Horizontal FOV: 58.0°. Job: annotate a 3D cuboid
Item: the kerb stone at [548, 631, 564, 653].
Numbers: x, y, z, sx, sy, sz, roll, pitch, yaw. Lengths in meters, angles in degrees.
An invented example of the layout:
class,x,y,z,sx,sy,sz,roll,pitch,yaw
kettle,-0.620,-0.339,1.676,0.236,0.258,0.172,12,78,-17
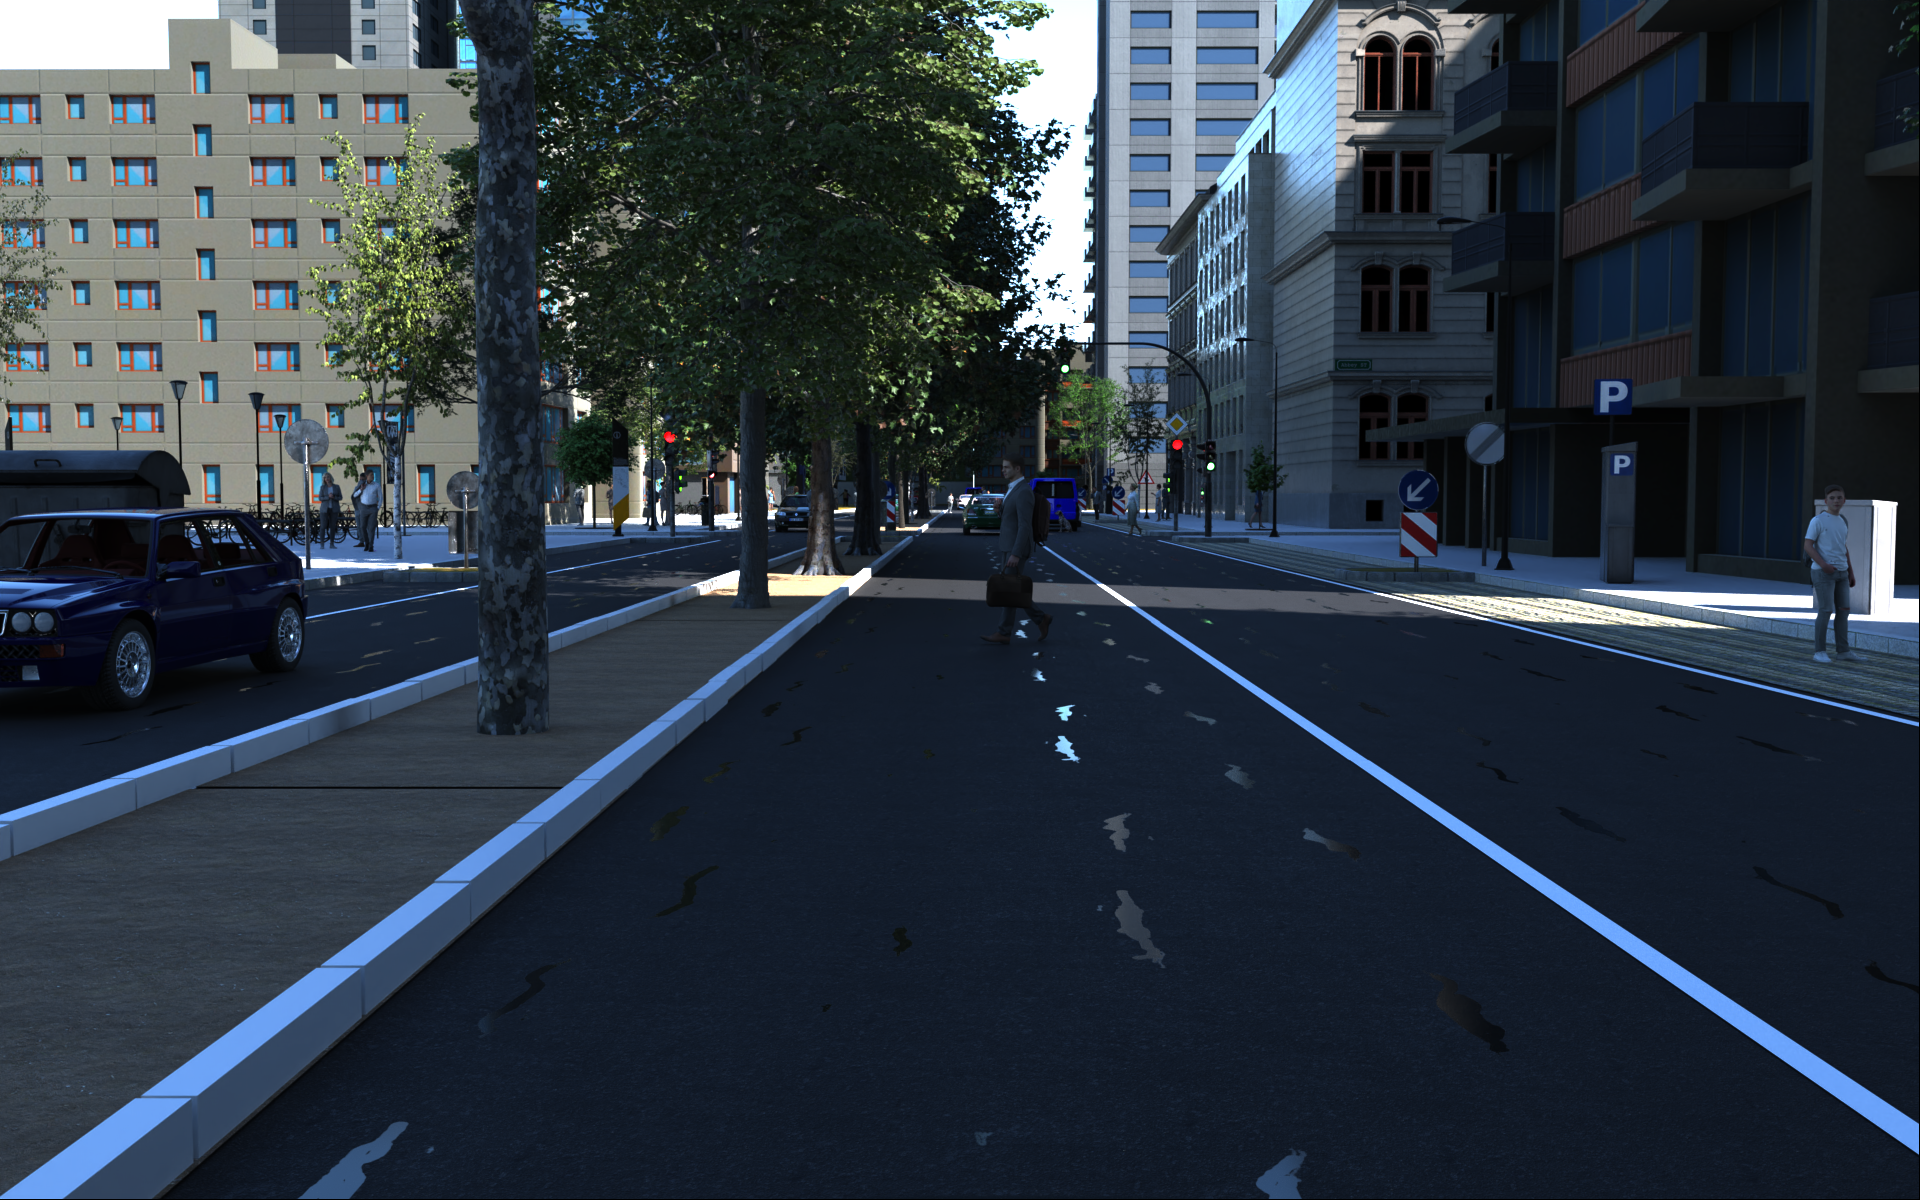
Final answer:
class,x,y,z,sx,sy,sz,roll,pitch,yaw
kerb stone,-3.745,0.414,15.496,0.120,0.150,1.000,0,4,0

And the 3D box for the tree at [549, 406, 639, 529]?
class,x,y,z,sx,sy,sz,roll,pitch,yaw
tree,-13.653,-4.920,64.155,4.285,4.588,4.351,0,3,0

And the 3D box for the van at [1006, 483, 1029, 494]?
class,x,y,z,sx,sy,sz,roll,pitch,yaw
van,3.791,-5.801,99.223,2.240,2.365,5.245,0,4,0

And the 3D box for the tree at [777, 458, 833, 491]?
class,x,y,z,sx,sy,sz,roll,pitch,yaw
tree,-11.065,-8.968,130.339,4.285,4.588,4.351,0,3,0

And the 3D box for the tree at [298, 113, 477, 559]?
class,x,y,z,sx,sy,sz,roll,pitch,yaw
tree,-11.124,-5.134,34.299,4.737,8.622,4.395,0,3,0

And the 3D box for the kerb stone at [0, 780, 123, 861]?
class,x,y,z,sx,sy,sz,roll,pitch,yaw
kerb stone,-3.776,0.911,7.302,0.120,0.150,1.000,0,4,0

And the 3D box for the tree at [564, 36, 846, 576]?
class,x,y,z,sx,sy,sz,roll,pitch,yaw
tree,-2.455,-6.783,30.373,9.611,12.733,9.660,0,3,0

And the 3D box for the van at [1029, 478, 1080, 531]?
class,x,y,z,sx,sy,sz,roll,pitch,yaw
van,3.612,-3.922,68.503,2.240,2.365,5.245,0,4,0

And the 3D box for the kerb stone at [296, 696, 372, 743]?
class,x,y,z,sx,sy,sz,roll,pitch,yaw
kerb stone,-3.769,0.723,10.376,0.120,0.150,1.000,0,4,0

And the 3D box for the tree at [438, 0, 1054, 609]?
class,x,y,z,sx,sy,sz,roll,pitch,yaw
tree,-2.694,-6.187,21.745,7.486,12.596,7.792,0,3,0

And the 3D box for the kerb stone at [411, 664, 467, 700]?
class,x,y,z,sx,sy,sz,roll,pitch,yaw
kerb stone,-3.759,0.598,12.422,0.120,0.150,1.000,0,4,0

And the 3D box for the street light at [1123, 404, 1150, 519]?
class,x,y,z,sx,sy,sz,roll,pitch,yaw
street light,9.131,-7.156,89.540,1.470,5.913,1.316,0,4,0

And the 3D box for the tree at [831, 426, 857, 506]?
class,x,y,z,sx,sy,sz,roll,pitch,yaw
tree,-10.742,-14.092,180.773,4.360,8.622,3.978,0,3,0

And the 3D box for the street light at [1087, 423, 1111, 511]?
class,x,y,z,sx,sy,sz,roll,pitch,yaw
street light,9.215,-8.565,112.580,1.470,5.913,1.316,0,4,0

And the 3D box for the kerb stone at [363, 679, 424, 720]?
class,x,y,z,sx,sy,sz,roll,pitch,yaw
kerb stone,-3.762,0.667,11.398,0.120,0.150,1.000,0,4,0

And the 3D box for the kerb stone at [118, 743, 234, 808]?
class,x,y,z,sx,sy,sz,roll,pitch,yaw
kerb stone,-3.777,0.848,8.324,0.120,0.150,1.000,0,4,0

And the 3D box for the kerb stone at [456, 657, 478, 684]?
class,x,y,z,sx,sy,sz,roll,pitch,yaw
kerb stone,-3.750,0.535,13.444,0.120,0.150,1.000,0,4,0

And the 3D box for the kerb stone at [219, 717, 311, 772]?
class,x,y,z,sx,sy,sz,roll,pitch,yaw
kerb stone,-3.766,0.786,9.346,0.120,0.150,1.000,0,4,0

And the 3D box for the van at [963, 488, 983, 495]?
class,x,y,z,sx,sy,sz,roll,pitch,yaw
van,1.371,-9.727,163.420,2.240,2.365,5.245,0,4,1

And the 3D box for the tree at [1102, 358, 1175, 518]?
class,x,y,z,sx,sy,sz,roll,pitch,yaw
tree,9.718,-8.801,94.264,4.360,8.622,3.978,0,3,0

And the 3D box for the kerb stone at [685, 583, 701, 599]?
class,x,y,z,sx,sy,sz,roll,pitch,yaw
kerb stone,-3.718,-0.091,23.685,0.120,0.150,1.000,0,4,0

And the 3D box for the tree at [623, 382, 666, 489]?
class,x,y,z,sx,sy,sz,roll,pitch,yaw
tree,-14.121,-8.110,82.958,4.737,8.622,4.395,0,3,0

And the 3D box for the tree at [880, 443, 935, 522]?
class,x,y,z,sx,sy,sz,roll,pitch,yaw
tree,-2.821,-8.590,93.265,4.360,8.622,3.978,0,3,0

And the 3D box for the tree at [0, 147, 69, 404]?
class,x,y,z,sx,sy,sz,roll,pitch,yaw
tree,-20.090,-5.178,35.022,4.360,8.622,3.978,0,3,0

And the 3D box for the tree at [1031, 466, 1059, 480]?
class,x,y,z,sx,sy,sz,roll,pitch,yaw
tree,10.188,-13.644,206.799,4.285,4.588,4.351,0,3,0

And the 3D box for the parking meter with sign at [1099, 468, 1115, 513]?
class,x,y,z,sx,sy,sz,roll,pitch,yaw
parking meter with sign,9.758,-7.298,115.577,0.543,3.016,1.738,2,4,26

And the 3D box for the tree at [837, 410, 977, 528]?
class,x,y,z,sx,sy,sz,roll,pitch,yaw
tree,-2.401,-8.282,72.285,8.767,10.594,7.601,0,4,0

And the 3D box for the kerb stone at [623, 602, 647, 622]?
class,x,y,z,sx,sy,sz,roll,pitch,yaw
kerb stone,-3.724,0.162,19.585,0.120,0.150,1.000,0,4,0

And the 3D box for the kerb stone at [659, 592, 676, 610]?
class,x,y,z,sx,sy,sz,roll,pitch,yaw
kerb stone,-3.719,0.036,21.636,0.120,0.150,1.000,0,4,0

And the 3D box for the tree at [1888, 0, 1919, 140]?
class,x,y,z,sx,sy,sz,roll,pitch,yaw
tree,9.855,-5.340,13.061,9.928,11.665,9.643,0,3,0

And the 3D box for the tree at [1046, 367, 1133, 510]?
class,x,y,z,sx,sy,sz,roll,pitch,yaw
tree,10.652,-13.262,142.597,9.928,11.665,9.643,0,3,0

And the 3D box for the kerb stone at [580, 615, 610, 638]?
class,x,y,z,sx,sy,sz,roll,pitch,yaw
kerb stone,-3.738,0.285,17.539,0.120,0.150,1.000,0,4,0

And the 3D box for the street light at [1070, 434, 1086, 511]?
class,x,y,z,sx,sy,sz,roll,pitch,yaw
street light,9.225,-9.932,134.922,1.470,5.913,1.316,0,4,0

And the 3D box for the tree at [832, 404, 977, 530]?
class,x,y,z,sx,sy,sz,roll,pitch,yaw
tree,-2.424,-8.269,63.405,9.928,11.665,9.643,0,3,0

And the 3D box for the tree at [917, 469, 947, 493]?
class,x,y,z,sx,sy,sz,roll,pitch,yaw
tree,-2.511,-10.129,118.430,4.737,8.622,4.395,0,3,0

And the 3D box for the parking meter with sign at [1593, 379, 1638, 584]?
class,x,y,z,sx,sy,sz,roll,pitch,yaw
parking meter with sign,9.667,-1.787,25.475,0.543,3.016,1.738,1,4,15

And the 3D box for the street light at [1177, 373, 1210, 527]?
class,x,y,z,sx,sy,sz,roll,pitch,yaw
street light,9.013,-5.747,66.500,1.470,5.913,1.316,0,4,0

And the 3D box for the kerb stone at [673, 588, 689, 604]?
class,x,y,z,sx,sy,sz,roll,pitch,yaw
kerb stone,-3.725,-0.024,22.663,0.120,0.150,1.000,0,4,0

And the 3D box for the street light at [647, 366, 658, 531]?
class,x,y,z,sx,sy,sz,roll,pitch,yaw
street light,-10.121,-5.342,59.886,1.470,5.913,1.316,0,4,0

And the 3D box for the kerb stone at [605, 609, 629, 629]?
class,x,y,z,sx,sy,sz,roll,pitch,yaw
kerb stone,-3.732,0.227,18.562,0.120,0.150,1.000,0,4,0

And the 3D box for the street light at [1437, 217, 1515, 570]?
class,x,y,z,sx,sy,sz,roll,pitch,yaw
street light,8.679,-3.463,29.159,1.470,5.913,1.316,0,4,0

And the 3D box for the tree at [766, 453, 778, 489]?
class,x,y,z,sx,sy,sz,roll,pitch,yaw
tree,-10.560,-8.548,90.116,4.737,8.622,4.395,0,3,0

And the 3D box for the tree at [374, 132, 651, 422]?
class,x,y,z,sx,sy,sz,roll,pitch,yaw
tree,-11.664,-6.794,45.497,7.601,10.594,8.767,0,4,-7

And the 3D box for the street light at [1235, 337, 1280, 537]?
class,x,y,z,sx,sy,sz,roll,pitch,yaw
street light,8.839,-4.828,51.486,1.470,5.913,1.316,0,4,0

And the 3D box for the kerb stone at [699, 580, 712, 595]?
class,x,y,z,sx,sy,sz,roll,pitch,yaw
kerb stone,-3.710,-0.154,24.707,0.120,0.150,1.000,0,4,0

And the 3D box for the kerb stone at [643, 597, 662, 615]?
class,x,y,z,sx,sy,sz,roll,pitch,yaw
kerb stone,-3.726,0.099,20.608,0.120,0.150,1.000,0,4,0

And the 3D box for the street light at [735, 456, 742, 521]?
class,x,y,z,sx,sy,sz,roll,pitch,yaw
street light,-9.992,-6.708,82.223,1.470,5.913,1.316,0,4,0

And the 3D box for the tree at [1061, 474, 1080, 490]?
class,x,y,z,sx,sy,sz,roll,pitch,yaw
tree,10.572,-10.749,170.350,1.663,3.219,1.824,0,3,0

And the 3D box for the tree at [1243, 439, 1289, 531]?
class,x,y,z,sx,sy,sz,roll,pitch,yaw
tree,10.568,-4.070,61.145,1.663,3.219,1.824,0,3,0

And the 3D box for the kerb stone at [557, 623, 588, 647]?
class,x,y,z,sx,sy,sz,roll,pitch,yaw
kerb stone,-3.740,0.352,16.518,0.120,0.150,1.000,0,4,0

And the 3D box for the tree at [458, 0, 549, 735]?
class,x,y,z,sx,sy,sz,roll,pitch,yaw
tree,-3.898,-9.316,10.671,12.611,20.169,13.585,0,3,0
